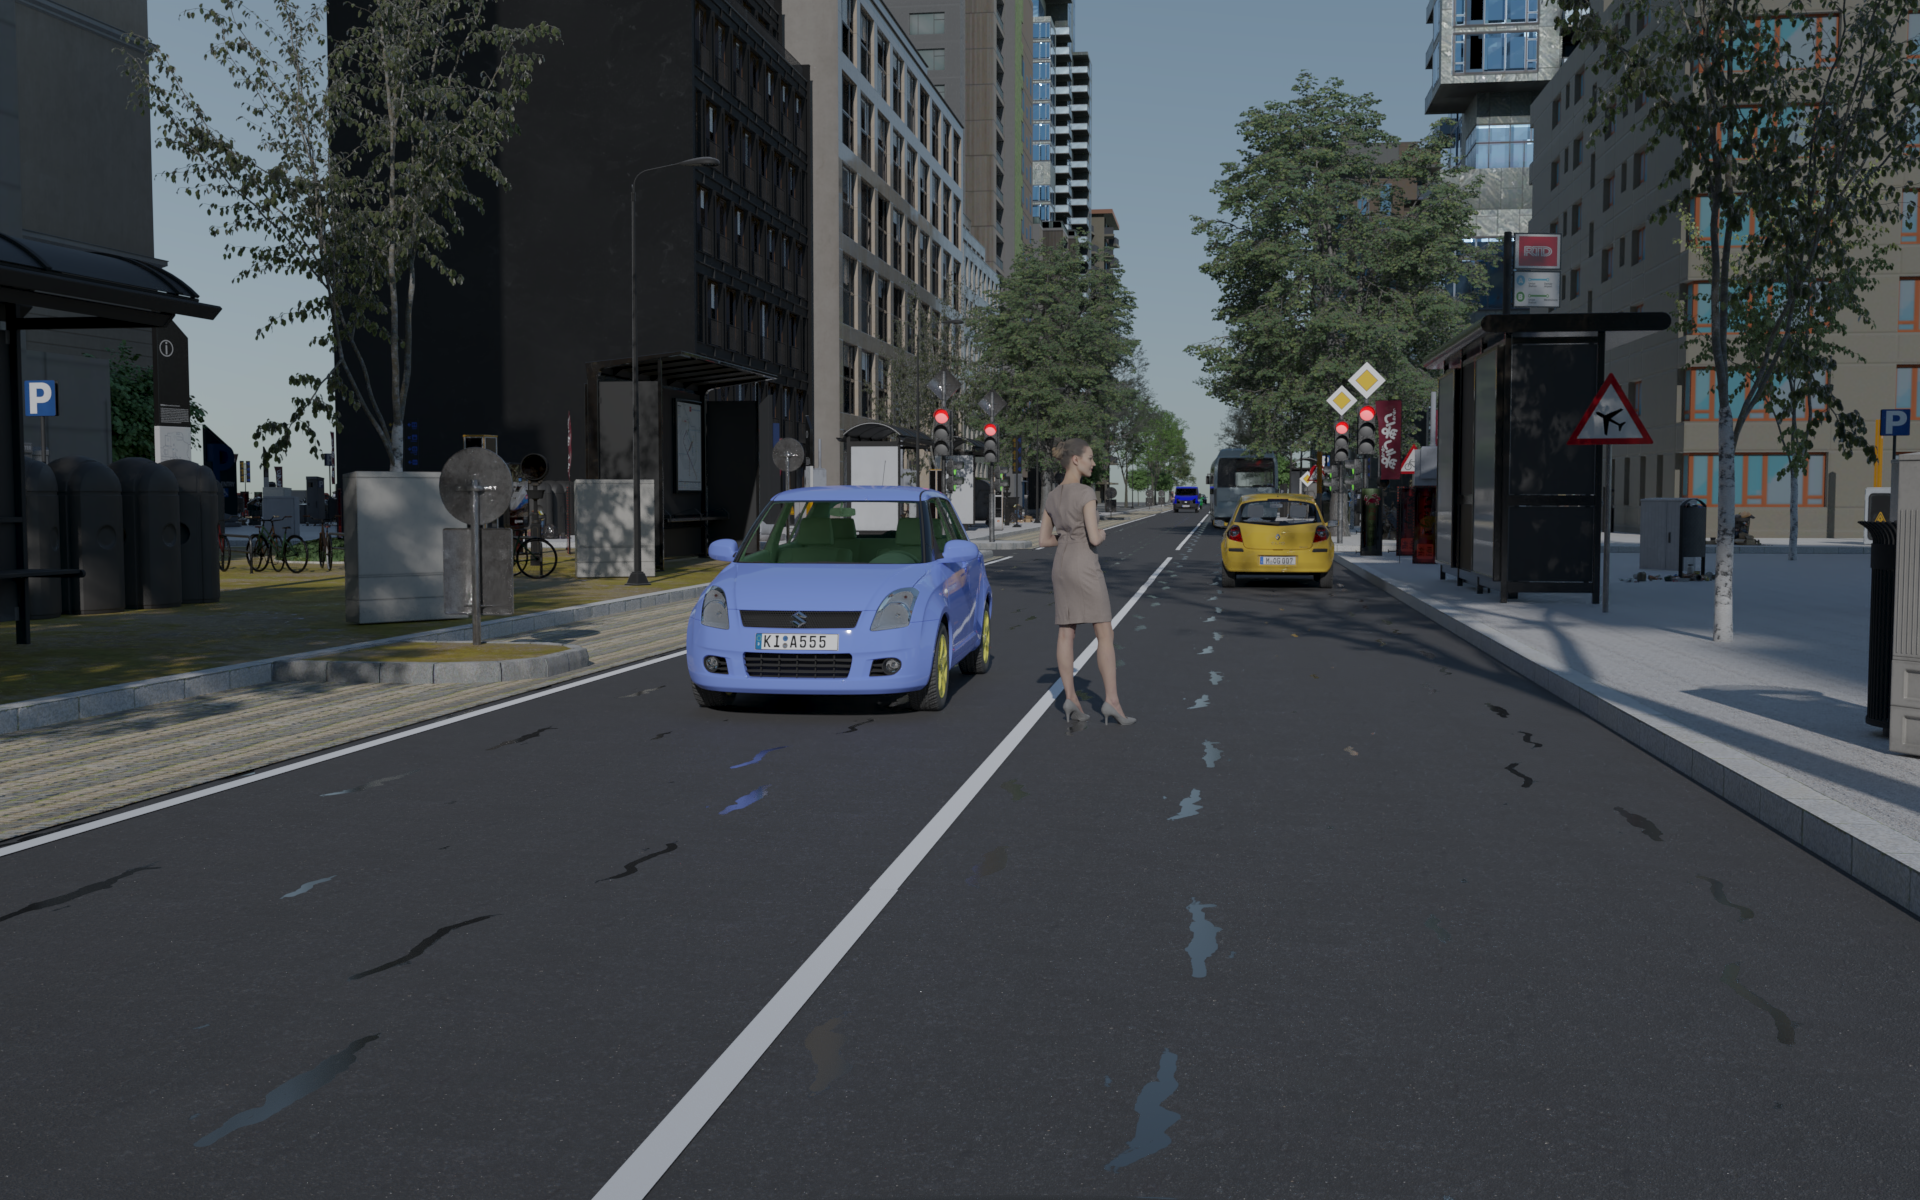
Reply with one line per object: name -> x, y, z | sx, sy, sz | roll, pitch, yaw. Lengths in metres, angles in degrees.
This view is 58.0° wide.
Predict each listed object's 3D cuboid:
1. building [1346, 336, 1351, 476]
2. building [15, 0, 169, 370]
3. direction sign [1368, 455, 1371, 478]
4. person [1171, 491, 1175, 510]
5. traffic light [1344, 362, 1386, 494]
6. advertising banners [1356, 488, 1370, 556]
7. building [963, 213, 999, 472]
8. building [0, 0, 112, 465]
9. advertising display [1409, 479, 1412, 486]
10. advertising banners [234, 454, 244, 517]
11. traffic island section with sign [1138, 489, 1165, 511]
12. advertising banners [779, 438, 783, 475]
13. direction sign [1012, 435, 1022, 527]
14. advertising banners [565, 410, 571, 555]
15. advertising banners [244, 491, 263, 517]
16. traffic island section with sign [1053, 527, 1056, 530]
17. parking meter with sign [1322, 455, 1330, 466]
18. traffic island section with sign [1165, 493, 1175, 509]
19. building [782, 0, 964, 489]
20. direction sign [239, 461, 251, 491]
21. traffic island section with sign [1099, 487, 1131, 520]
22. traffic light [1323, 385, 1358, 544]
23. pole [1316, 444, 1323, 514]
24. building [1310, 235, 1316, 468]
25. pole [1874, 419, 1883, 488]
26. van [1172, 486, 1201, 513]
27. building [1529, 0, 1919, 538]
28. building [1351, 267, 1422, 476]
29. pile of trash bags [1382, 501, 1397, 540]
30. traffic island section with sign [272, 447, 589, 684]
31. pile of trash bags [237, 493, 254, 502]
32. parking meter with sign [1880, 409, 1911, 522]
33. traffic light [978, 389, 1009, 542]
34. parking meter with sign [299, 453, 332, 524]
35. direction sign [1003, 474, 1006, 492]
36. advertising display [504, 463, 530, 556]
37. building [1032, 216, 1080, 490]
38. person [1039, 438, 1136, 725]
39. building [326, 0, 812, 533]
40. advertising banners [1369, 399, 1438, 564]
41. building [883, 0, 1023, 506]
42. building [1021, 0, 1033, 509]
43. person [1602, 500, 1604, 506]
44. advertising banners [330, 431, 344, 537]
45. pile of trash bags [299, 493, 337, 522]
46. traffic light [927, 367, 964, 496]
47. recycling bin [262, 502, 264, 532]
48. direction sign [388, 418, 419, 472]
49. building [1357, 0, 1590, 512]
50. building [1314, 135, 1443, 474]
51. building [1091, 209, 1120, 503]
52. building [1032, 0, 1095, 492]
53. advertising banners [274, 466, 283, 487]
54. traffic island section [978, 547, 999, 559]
building -> 52.677, -19.802, 168.797 | 27.650, 21.520, 28.899 | 1, 4, 9
building -> -43.729, -17.168, 66.599 | 20.117, 28.700, 13.634 | 1, 4, 9
direction sign -> 20.069, -5.715, 85.434 | 0.379, 3.537, 0.876 | 0, 4, -8
person -> 18.867, -8.800, 153.323 | 0.756, 1.711, 0.436 | -3, 4, -36
traffic light -> 8.618, -2.934, 36.896 | 0.839, 4.253, 0.868 | 1, 4, 9
advertising banners -> 9.258, -2.425, 35.833 | 2.074, 3.025, 0.090 | 0, 4, 2
building -> -3.648, -15.843, 113.787 | 10.420, 20.320, 16.860 | 1, 4, 9
building -> -27.214, -35.646, 21.067 | 20.611, 71.187, 20.563 | 1, 4, 9
advertising display -> 19.235, -4.138, 72.862 | 0.123, 1.923, 0.974 | -2, 4, -24
advertising banners -> -31.736, -4.765, 74.098 | 0.090, 3.025, 2.074 | 2, 4, 31
traffic island section with sign -> 15.830, -8.286, 144.110 | 1.989, 1.847, 2.006 | 1, 4, 9
advertising banners -> -6.306, -3.576, 54.659 | 2.074, 3.025, 0.090 | 3, 5, 41
direction sign -> 2.193, -4.565, 66.640 | 0.379, 3.537, 0.876 | -1, 4, -20
advertising banners -> -8.363, -2.495, 36.985 | 0.090, 3.025, 2.074 | -1, 4, -15
advertising banners -> -40.028, -6.163, 96.959 | 2.074, 3.025, 0.090 | 0, 4, -2
traffic island section with sign -> 4.267, -3.673, 68.688 | 1.989, 1.847, 2.006 | 1, 4, 9
parking meter with sign -> 16.891, -4.968, 77.481 | 0.543, 3.016, 1.738 | -2, 4, -33
traffic island section with sign -> 19.943, -9.923, 170.864 | 1.989, 1.847, 2.006 | 1, 4, 9
building -> -11.886, -17.406, 89.104 | 19.350, 26.468, 34.151 | 1, 4, 9
direction sign -> -48.552, -7.687, 117.679 | 0.379, 3.537, 0.876 | 2, 4, 25
traffic island section with sign -> 8.393, -5.318, 95.569 | 1.989, 1.847, 2.006 | 1, 4, 9
traffic light -> 9.828, -3.417, 44.789 | 0.839, 4.253, 0.868 | 1, 4, 9
pole -> 13.773, -4.436, 66.364 | 0.158, 3.312, 0.155 | 0, 3, 0
building -> 56.429, -34.244, 243.489 | 14.154, 41.232, 14.086 | 1, 4, 9
pole -> 25.107, -3.274, 47.375 | 0.158, 3.312, 0.155 | 0, 3, 0
van -> 17.583, -7.941, 134.223 | 2.240, 2.365, 5.245 | 1, 4, 9
building -> 37.532, -13.245, 61.592 | 28.899, 21.520, 27.650 | 1, 4, 9
building -> 47.216, -18.068, 140.450 | 27.650, 21.520, 28.899 | 1, 4, 9
pile of trash bags -> 12.658, -2.375, 48.582 | 1.912, 1.369, 3.447 | 0, 4, -5
traffic island section with sign -> -4.119, -0.327, 13.973 | 1.989, 1.847, 2.006 | 1, 4, 9
pile of trash bags -> -46.861, -6.510, 116.188 | 3.447, 1.369, 1.912 | -2, 4, -31
parking meter with sign -> 18.980, -2.355, 34.770 | 0.543, 3.016, 1.738 | 1, 4, 13
traffic light -> 0.869, -3.500, 46.142 | 0.839, 4.253, 0.868 | 1, 4, 9
parking meter with sign -> -27.704, -4.782, 74.453 | 1.738, 3.016, 0.543 | 2, 4, 24
direction sign -> 3.111, -7.941, 121.825 | 0.379, 3.537, 0.876 | 1, 4, 18
advertising display -> -9.231, -1.887, 36.061 | 0.123, 1.923, 0.974 | 1, 4, 11
building -> 4.960, -25.125, 182.493 | 14.160, 30.474, 14.107 | 1, 4, 9
person -> 0.793, -0.125, 10.886 | 0.374, 1.781, 0.599 | -3, 5, -40
building -> -13.325, -14.301, 63.494 | 12.332, 23.373, 15.834 | 1, 4, 9
advertising banners -> 8.564, -2.171, 31.686 | 2.074, 3.025, 0.090 | 2, 4, 35
building -> -3.057, -27.306, 130.048 | 14.154, 41.232, 14.086 | 1, 4, 9
building -> -1.614, -30.206, 143.984 | 14.600, 45.320, 14.200 | 1, 4, 9
person -> 15.222, -2.021, 41.725 | 0.537, 1.800, 0.526 | 1, 4, 14
advertising banners -> -17.682, -3.247, 49.282 | 0.090, 3.025, 2.074 | -1, 4, -9
pile of trash bags -> -28.578, -4.273, 79.623 | 3.447, 1.369, 1.912 | -3, 5, -44
traffic light -> -0.341, -3.017, 38.249 | 0.839, 4.253, 0.868 | 1, 4, 9
recycling bin -> -23.163, -2.820, 58.662 | 0.722, 1.027, 0.722 | 0, 4, -7
direction sign -> -16.630, -3.658, 51.799 | 0.876, 3.537, 0.379 | 0, 4, -6
building -> 35.850, -48.117, 99.376 | 22.319, 86.520, 31.000 | 1, 4, 9
building -> 51.643, -34.585, 215.569 | 14.600, 45.320, 14.200 | 1, 4, 9
building -> 12.350, -37.011, 259.759 | 22.147, 44.769, 28.867 | 1, 4, 9
building -> 7.255, -56.034, 228.834 | 22.319, 86.520, 31.000 | 1, 4, 9
advertising banners -> -42.290, -6.934, 109.561 | 2.074, 3.025, 0.090 | -3, 4, -36
traffic island section -> -0.379, -0.985, 38.389 | 2.009, 0.180, 2.903 | 1, 4, 9
